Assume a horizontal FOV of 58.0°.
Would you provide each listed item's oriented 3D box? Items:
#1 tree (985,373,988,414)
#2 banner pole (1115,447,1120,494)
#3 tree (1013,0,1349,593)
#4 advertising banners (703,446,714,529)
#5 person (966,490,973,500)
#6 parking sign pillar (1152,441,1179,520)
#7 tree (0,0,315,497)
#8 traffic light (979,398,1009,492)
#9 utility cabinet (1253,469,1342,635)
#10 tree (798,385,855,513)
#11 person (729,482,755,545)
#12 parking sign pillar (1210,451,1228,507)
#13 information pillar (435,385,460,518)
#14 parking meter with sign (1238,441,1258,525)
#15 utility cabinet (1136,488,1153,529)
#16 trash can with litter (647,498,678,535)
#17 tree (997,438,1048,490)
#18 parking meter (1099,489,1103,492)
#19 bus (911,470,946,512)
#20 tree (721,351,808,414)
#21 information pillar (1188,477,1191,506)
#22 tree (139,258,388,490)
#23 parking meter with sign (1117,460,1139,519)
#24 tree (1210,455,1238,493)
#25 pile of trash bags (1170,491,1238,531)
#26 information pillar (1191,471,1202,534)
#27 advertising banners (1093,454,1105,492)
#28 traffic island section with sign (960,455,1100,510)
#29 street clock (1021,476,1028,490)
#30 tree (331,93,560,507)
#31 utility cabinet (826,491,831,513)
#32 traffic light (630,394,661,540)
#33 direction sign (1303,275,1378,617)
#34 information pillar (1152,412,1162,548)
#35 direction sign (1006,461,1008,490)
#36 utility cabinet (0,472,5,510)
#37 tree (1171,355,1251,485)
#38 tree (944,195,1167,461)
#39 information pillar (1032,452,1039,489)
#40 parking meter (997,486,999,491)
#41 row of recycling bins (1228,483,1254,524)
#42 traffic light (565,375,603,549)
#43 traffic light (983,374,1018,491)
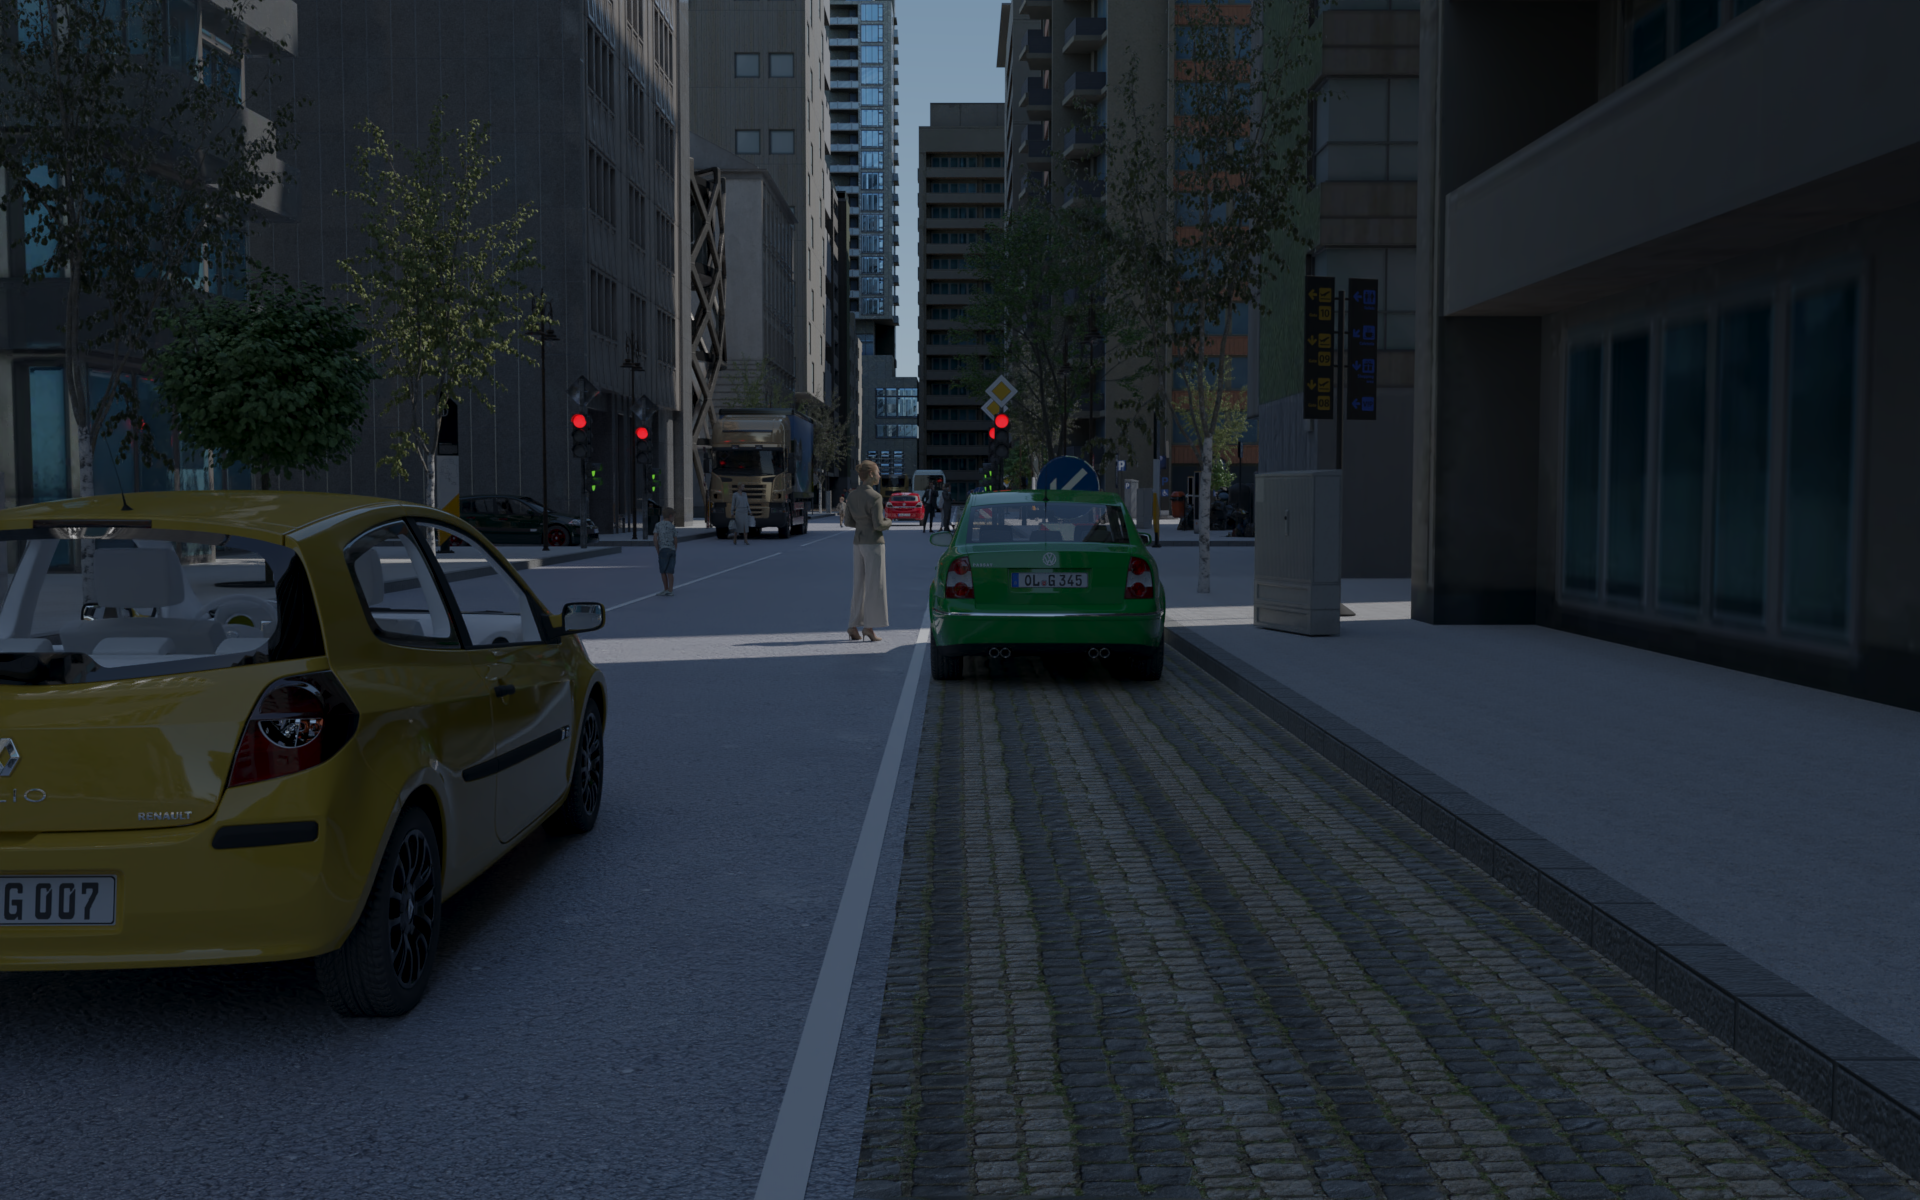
[{"bbox_3d":[3.114,-7.128,66.911,4.360,8.622,3.978,0,3,0],"label":"tree"},{"bbox_3d":[8.403,-6.265,92.448,0.401,3.779,0.863,-1,4,-10],"label":"banner pole"},{"bbox_3d":[3.068,-4.410,22.468,4.360,8.622,3.978,0,3,0],"label":"tree"},{"bbox_3d":[-9.380,-4.173,64.413,0.090,3.025,2.074,0,4,1],"label":"advertising banners"},{"bbox_3d":[0.943,-8.370,145.904,0.990,1.755,0.434,-1,4,-16],"label":"person"},{"bbox_3d":[10.309,-6.044,87.293,1.447,3.967,1.447,0,4,5],"label":"parking sign pillar"},{"bbox_3d":[-9.539,-4.214,19.263,4.360,8.622,3.978,0,3,0],"label":"tree"},{"bbox_3d":[0.955,-3.658,48.734,0.839,4.253,0.868,0,3,0],"label":"traffic light"},{"bbox_3d":[3.106,-0.451,16.049,0.318,1.500,1.173,-1,4,-16],"label":"utility cabinet"},{"bbox_3d":[-9.200,-10.168,116.602,4.360,8.622,3.978,0,3,0],"label":"tree"},{"bbox_3d":[-6.172,-2.450,48.916,0.694,1.780,0.624,-1,4,-21],"label":"person"},{"bbox_3d":[13.861,-6.458,94.055,1.447,3.967,1.447,-1,4,-11],"label":"parking sign pillar"},{"bbox_3d":[-11.094,-2.820,37.465,0.504,3.616,0.183,-3,5,-43],"label":"information pillar"},{"bbox_3d":[10.073,-3.726,57.175,1.738,3.016,0.543,1,4,18],"label":"parking meter with sign"},{"bbox_3d":[6.794,-3.378,63.908,0.318,1.500,1.173,1,4,21],"label":"utility cabinet"},{"bbox_3d":[-9.363,-2.609,54.037,1.055,1.170,0.624,-1,4,-22],"label":"trash can with litter"},{"bbox_3d":[3.683,-6.605,91.713,4.285,4.588,4.351,0,3,0],"label":"tree"},{"bbox_3d":[6.798,-4.675,84.852,0.372,1.533,0.369,0,3,0],"label":"parking meter"},{"bbox_3d":[-2.512,-8.841,139.411,2.948,3.499,13.247,0,4,-1],"label":"bus"},{"bbox_3d":[-10.339,-8.531,89.836,4.737,8.622,4.395,0,3,0],"label":"tree"},{"bbox_3d":[9.852,-4.211,73.338,0.304,2.012,0.304,-3,5,-44],"label":"information pillar"},{"bbox_3d":[-9.705,-2.487,24.369,4.285,4.588,4.351,0,3,0],"label":"tree"},{"bbox_3d":[8.946,-5.739,90.095,0.543,3.016,1.738,3,5,44],"label":"parking meter with sign"},{"bbox_3d":[12.528,-5.501,84.538,1.663,3.219,1.824,0,3,0],"label":"tree"},{"bbox_3d":[8.477,-3.143,61.147,1.912,1.369,3.447,3,5,39],"label":"pile of trash bags"},{"bbox_3d":[7.767,-3.146,55.936,0.304,2.012,0.304,-2,4,-30],"label":"information pillar"},{"bbox_3d":[5.948,-4.805,74.745,0.090,3.025,2.074,-1,4,-13],"label":"advertising banners"},{"bbox_3d":[1.005,-0.612,18.639,1.989,1.847,2.006,0,3,0],"label":"traffic island section with sign"},{"bbox_3d":[2.628,-4.048,70.757,0.358,2.002,0.471,1,4,13],"label":"street clock"},{"bbox_3d":[-9.968,-5.047,32.875,4.737,8.622,4.395,0,3,0],"label":"tree"},{"bbox_3d":[-8.779,-6.542,115.641,0.318,1.500,1.173,0,4,-3],"label":"utility cabinet"},{"bbox_3d":[-8.856,-3.657,48.717,0.839,4.253,0.868,0,3,0],"label":"traffic light"},{"bbox_3d":[3.986,-1.602,18.189,0.876,3.537,0.379,-1,4,-21],"label":"direction sign"},{"bbox_3d":[4.702,-3.061,41.409,0.183,3.616,0.504,1,4,15],"label":"information pillar"},{"bbox_3d":[3.030,-7.246,110.463,0.379,3.537,0.876,1,4,16],"label":"direction sign"},{"bbox_3d":[-9.634,-0.496,16.794,0.318,1.500,1.173,-1,4,-10],"label":"utility cabinet"},{"bbox_3d":[13.121,-8.567,90.434,4.737,8.622,4.395,0,3,0],"label":"tree"},{"bbox_3d":[3.280,-8.162,59.205,9.928,11.665,9.643,0,3,0],"label":"tree"},{"bbox_3d":[3.728,-5.784,85.930,0.183,3.616,0.504,2,4,35],"label":"information pillar"},{"bbox_3d":[2.615,-6.623,113.992,0.399,1.863,0.255,0,4,1],"label":"parking meter"},{"bbox_3d":[11.225,-3.619,66.282,1.069,1.692,3.534,2,4,29],"label":"row of recycling bins"},{"bbox_3d":[-8.855,-3.169,40.732,0.839,4.253,0.868,0,3,0],"label":"traffic light"},{"bbox_3d":[0.956,-3.170,40.749,0.839,4.253,0.868,0,3,0],"label":"traffic light"}]
